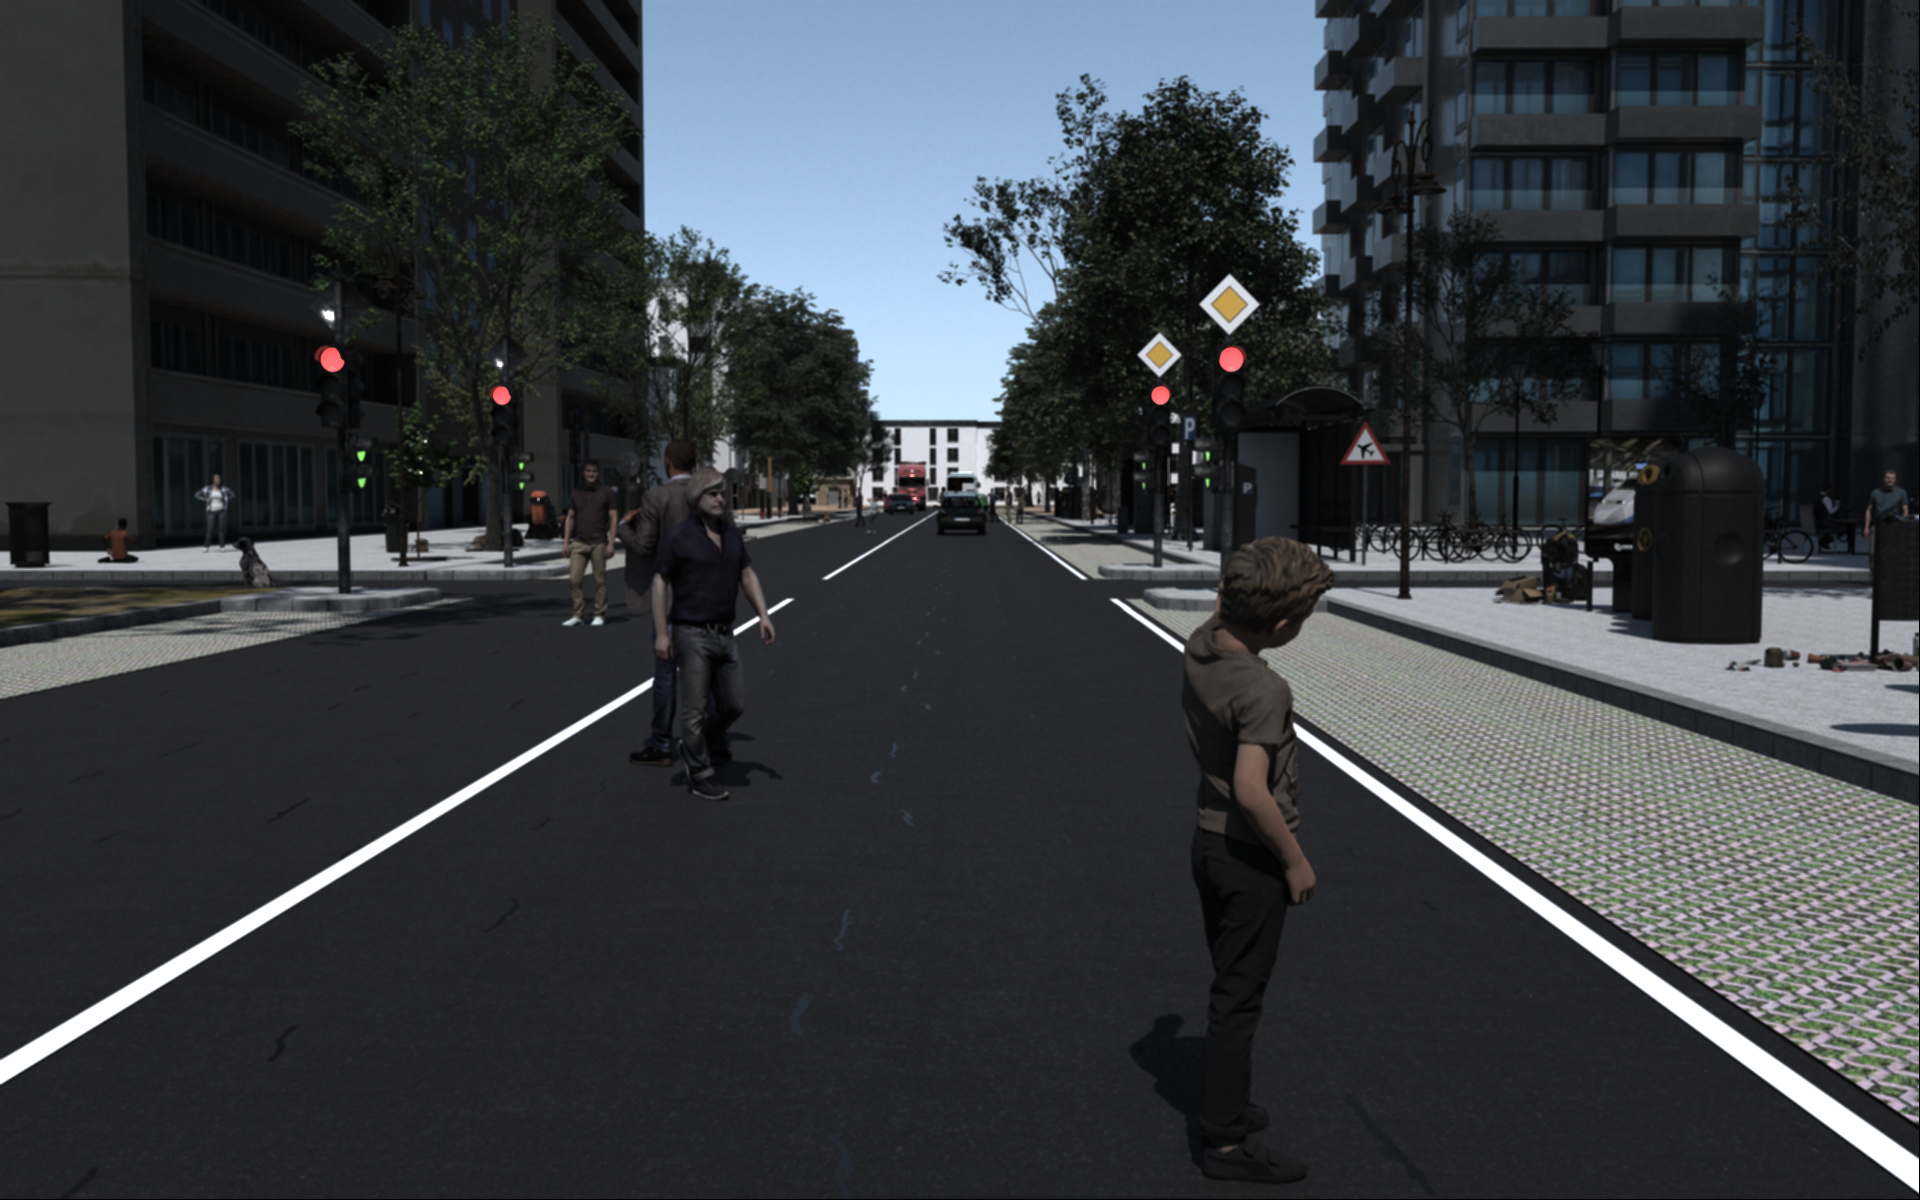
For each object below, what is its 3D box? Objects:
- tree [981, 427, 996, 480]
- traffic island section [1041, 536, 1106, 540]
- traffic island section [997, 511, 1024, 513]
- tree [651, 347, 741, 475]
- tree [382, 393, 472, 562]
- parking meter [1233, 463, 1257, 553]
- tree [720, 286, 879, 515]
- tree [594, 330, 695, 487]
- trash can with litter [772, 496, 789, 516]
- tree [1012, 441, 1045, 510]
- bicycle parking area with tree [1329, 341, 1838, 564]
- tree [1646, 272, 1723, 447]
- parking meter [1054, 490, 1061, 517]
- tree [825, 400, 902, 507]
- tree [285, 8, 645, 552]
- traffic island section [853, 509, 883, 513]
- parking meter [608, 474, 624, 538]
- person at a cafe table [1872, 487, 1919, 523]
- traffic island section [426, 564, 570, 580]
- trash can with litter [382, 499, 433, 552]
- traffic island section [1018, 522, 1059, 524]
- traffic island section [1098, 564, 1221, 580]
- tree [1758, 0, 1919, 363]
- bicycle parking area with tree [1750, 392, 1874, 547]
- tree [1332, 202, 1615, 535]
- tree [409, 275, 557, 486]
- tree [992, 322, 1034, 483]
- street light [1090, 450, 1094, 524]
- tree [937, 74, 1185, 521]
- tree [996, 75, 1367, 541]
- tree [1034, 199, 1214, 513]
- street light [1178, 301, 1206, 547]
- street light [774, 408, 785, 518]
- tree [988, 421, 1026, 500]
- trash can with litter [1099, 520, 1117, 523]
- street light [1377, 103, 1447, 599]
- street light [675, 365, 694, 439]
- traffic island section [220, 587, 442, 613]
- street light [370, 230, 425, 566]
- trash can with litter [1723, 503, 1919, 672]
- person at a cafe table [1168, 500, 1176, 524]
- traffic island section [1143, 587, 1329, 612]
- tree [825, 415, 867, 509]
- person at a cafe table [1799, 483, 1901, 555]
[{"bbox_3d":[6.653,-15.350,167.987,9.611,12.733,9.660,0,3,0],"label":"tree"},{"bbox_3d":[3.573,-1.962,54.944,1.991,0.108,1.994,0,4,0],"label":"traffic island section"},{"bbox_3d":[3.881,-6.749,133.210,1.991,0.108,1.994,0,4,0],"label":"traffic island section"},{"bbox_3d":[-13.226,-8.396,87.631,4.737,8.622,4.395,0,3,0],"label":"tree"},{"bbox_3d":[-10.469,-2.357,33.145,1.663,3.219,1.824,0,3,0],"label":"tree"},{"bbox_3d":[5.450,-1.674,33.084,0.399,1.863,0.255,-1,4,-14],"label":"parking meter"},{"bbox_3d":[-10.169,-12.106,104.593,9.857,13.997,8.962,0,3,0],"label":"tree"},{"bbox_3d":[-13.821,-7.656,75.538,4.360,8.622,3.978,0,3,0],"label":"tree"},{"bbox_3d":[-10.563,-5.580,102.290,1.678,1.210,2.233,-1,4,-9],"label":"trash can with litter"},{"bbox_3d":[6.515,-11.537,138.996,4.360,8.622,3.978,0,3,0],"label":"tree"},{"bbox_3d":[11.935,-2.952,35.261,9.016,4.147,8.231,1,4,15],"label":"bicycle parking area with tree"},{"bbox_3d":[24.491,-6.434,55.564,4.360,8.622,3.978,0,3,0],"label":"tree"},{"bbox_3d":[5.510,-5.452,97.546,0.372,1.533,0.369,0,3,0],"label":"parking meter"},{"bbox_3d":[-10.407,-15.005,179.740,8.767,10.594,7.601,-1,4,-9],"label":"tree"},{"bbox_3d":[-10.528,-6.889,38.388,9.928,11.665,9.643,0,3,0],"label":"tree"},{"bbox_3d":[-7.198,-6.760,133.399,1.991,0.108,1.994,0,4,0],"label":"traffic island section"},{"bbox_3d":[-10.043,-2.746,50.609,0.399,1.863,0.255,0,4,6],"label":"parking meter"},{"bbox_3d":[32.924,-3.153,60.069,1.622,1.524,1.698,1,4,8],"label":"person at a cafe table"},{"bbox_3d":[-7.923,-0.492,30.328,2.009,0.180,2.903,0,4,0],"label":"traffic island section"},{"bbox_3d":[-12.165,-1.637,38.153,1.055,1.170,0.624,-1,4,-20],"label":"trash can with litter"},{"bbox_3d":[3.684,-3.666,82.804,1.991,0.108,1.994,0,4,0],"label":"traffic island section"},{"bbox_3d":[3.479,-0.489,30.280,2.009,0.180,2.903,0,4,0],"label":"traffic island section"},{"bbox_3d":[11.538,-4.239,19.675,4.360,8.622,3.978,0,3,0],"label":"tree"},{"bbox_3d":[25.046,-3.774,48.710,8.231,4.147,9.016,1,4,17],"label":"bicycle parking area with tree"},{"bbox_3d":[16.287,-7.364,54.817,8.767,10.594,7.601,0,4,2],"label":"tree"},{"bbox_3d":[-15.288,-6.471,56.156,4.737,8.622,4.395,0,3,0],"label":"tree"},{"bbox_3d":[5.962,-10.873,95.894,7.486,12.596,7.792,0,3,0],"label":"tree"},{"bbox_3d":[5.624,-6.157,73.447,0.468,5.910,1.993,0,4,0],"label":"street light"},{"bbox_3d":[5.107,-13.775,81.106,12.611,20.169,13.585,0,3,0],"label":"tree"},{"bbox_3d":[6.325,-7.992,47.671,9.611,12.733,9.660,0,3,0],"label":"tree"},{"bbox_3d":[6.604,-8.716,60.630,7.486,12.596,7.792,0,3,0],"label":"tree"},{"bbox_3d":[5.539,-4.205,41.541,0.468,5.910,1.993,0,4,0],"label":"street light"},{"bbox_3d":[-9.721,-7.368,93.260,0.468,5.910,1.993,0,4,0],"label":"street light"},{"bbox_3d":[6.563,-15.154,182.176,7.601,10.594,8.767,-1,4,-12],"label":"tree"},{"bbox_3d":[7.334,-4.057,77.391,2.233,1.210,1.678,0,4,5],"label":"trash can with litter"},{"bbox_3d":[5.447,-2.952,21.051,0.468,5.910,1.993,0,4,0],"label":"street light"},{"bbox_3d":[-9.844,-5.456,61.988,0.468,5.910,1.993,0,4,0],"label":"street light"},{"bbox_3d":[-7.953,-0.004,22.343,2.009,0.180,2.903,0,4,0],"label":"traffic island section"},{"bbox_3d":[-9.890,-3.536,30.595,0.468,5.910,1.993,0,4,0],"label":"street light"},{"bbox_3d":[6.666,-0.117,12.972,2.233,1.210,1.678,-1,4,-9],"label":"trash can with litter"},{"bbox_3d":[9.181,-3.914,74.851,1.726,1.238,1.698,-3,4,-38],"label":"person at a cafe table"},{"bbox_3d":[3.448,-0.001,22.295,2.009,0.180,2.903,0,4,0],"label":"traffic island section"},{"bbox_3d":[-9.983,-12.110,148.357,4.737,8.622,4.395,0,3,0],"label":"tree"},{"bbox_3d":[18.777,-1.741,36.988,1.622,1.524,1.698,-1,4,-11],"label":"person at a cafe table"}]
